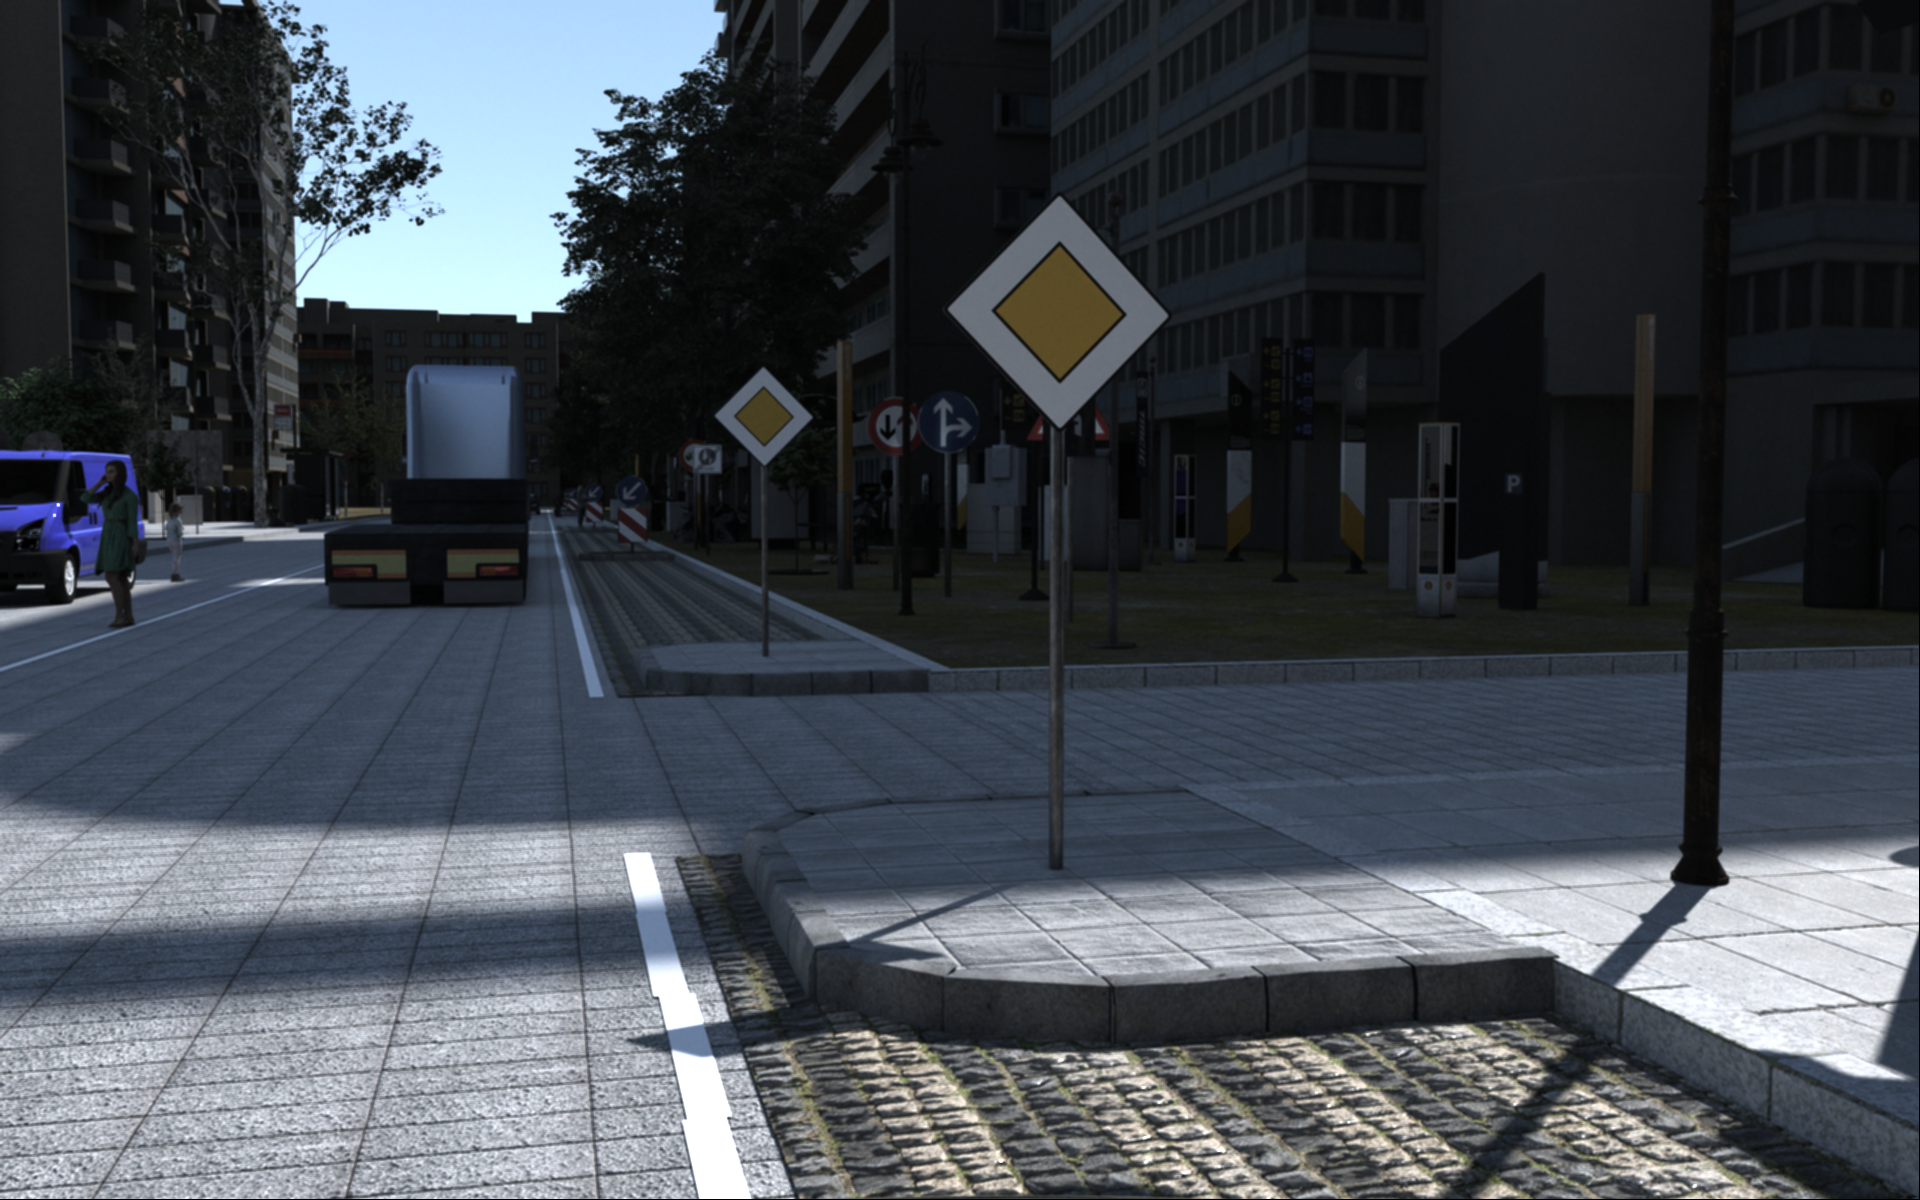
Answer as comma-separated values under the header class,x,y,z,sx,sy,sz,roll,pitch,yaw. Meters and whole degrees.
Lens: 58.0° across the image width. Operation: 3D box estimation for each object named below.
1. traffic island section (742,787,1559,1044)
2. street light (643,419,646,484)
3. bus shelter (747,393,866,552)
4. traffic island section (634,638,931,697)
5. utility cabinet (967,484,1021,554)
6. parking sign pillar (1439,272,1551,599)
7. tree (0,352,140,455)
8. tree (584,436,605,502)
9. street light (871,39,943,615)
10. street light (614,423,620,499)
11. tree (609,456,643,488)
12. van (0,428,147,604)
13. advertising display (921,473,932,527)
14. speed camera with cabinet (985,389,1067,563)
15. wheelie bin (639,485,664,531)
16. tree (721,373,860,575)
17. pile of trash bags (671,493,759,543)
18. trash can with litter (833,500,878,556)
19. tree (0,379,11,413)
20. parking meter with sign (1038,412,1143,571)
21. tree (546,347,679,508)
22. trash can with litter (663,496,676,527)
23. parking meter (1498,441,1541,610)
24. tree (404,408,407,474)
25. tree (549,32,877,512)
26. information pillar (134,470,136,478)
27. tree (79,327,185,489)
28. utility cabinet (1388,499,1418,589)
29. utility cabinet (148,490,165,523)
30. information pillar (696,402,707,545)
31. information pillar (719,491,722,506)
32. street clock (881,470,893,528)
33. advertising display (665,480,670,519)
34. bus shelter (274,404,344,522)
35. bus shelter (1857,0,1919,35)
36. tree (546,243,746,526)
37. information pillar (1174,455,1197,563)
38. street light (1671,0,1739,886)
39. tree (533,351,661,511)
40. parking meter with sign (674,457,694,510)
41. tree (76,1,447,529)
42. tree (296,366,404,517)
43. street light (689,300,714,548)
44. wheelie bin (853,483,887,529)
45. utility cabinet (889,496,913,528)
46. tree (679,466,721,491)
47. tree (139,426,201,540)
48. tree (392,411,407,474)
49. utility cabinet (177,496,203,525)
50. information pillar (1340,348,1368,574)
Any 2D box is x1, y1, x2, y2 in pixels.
class,x,y,z,sx,sy,sz,roll,pitch,yaw
traffic island section,0.347,0.999,5.951,2.009,0.180,2.903,-1,4,-13
street light,-11.680,-5.582,64.058,0.468,5.910,1.993,-1,4,-13
bus shelter,-3.515,-2.663,37.469,2.014,3.302,5.546,-1,4,-14
traffic island section,-1.520,0.524,13.715,2.009,0.180,2.903,-1,4,-13
utility cabinet,0.723,-1.715,36.720,1.173,1.500,0.318,2,4,31
parking sign pillar,6.693,-2.034,21.725,1.447,3.967,1.447,3,5,41
tree,-20.737,-3.443,40.001,4.285,4.588,4.351,0,3,0
tree,-31.939,-12.229,150.301,4.360,8.622,3.978,0,3,0
street light,-0.566,-2.779,18.225,0.468,5.910,1.993,-1,4,-13
street light,-17.146,-6.972,86.780,0.468,5.910,1.993,-1,4,-13
tree,-15.176,-5.157,78.924,1.663,3.219,1.824,0,3,0
van,-12.917,-1.204,24.063,2.240,2.365,5.245,-1,4,-13
advertising display,-1.018,-2.925,53.044,0.123,1.923,0.974,-1,4,-14
speed camera with cabinet,1.521,-2.337,32.548,2.038,3.252,0.660,1,4,19
wheelie bin,-10.706,-3.179,59.878,0.693,1.594,0.980,2,4,30
tree,-2.628,-2.022,27.665,1.663,3.219,1.824,0,3,0
pile of trash bags,-6.228,-2.259,46.681,1.912,1.369,3.447,1,4,22
trash can with litter,-2.077,-1.376,33.887,0.624,1.170,1.055,1,4,20
tree,-44.677,-7.740,76.909,4.360,8.622,3.978,0,3,0
parking meter with sign,2.185,-2.001,28.978,1.738,3.016,0.543,1,4,15
tree,-19.726,-10.233,101.723,7.601,10.594,8.767,2,4,29
trash can with litter,-11.688,-3.459,67.616,1.678,1.210,2.233,3,5,45
parking meter,6.217,-0.830,19.287,0.255,1.863,0.399,-3,4,-38
tree,-38.903,-10.178,116.780,4.737,8.622,4.395,0,3,0
tree,-7.199,-8.722,49.262,9.857,13.997,8.962,0,3,0
information pillar,-24.841,-2.895,51.826,0.304,2.012,0.304,-1,4,-10
tree,-37.196,-7.783,77.607,4.360,8.622,3.978,0,3,0
utility cabinet,6.218,-0.772,23.782,0.306,1.237,1.020,3,4,36
utility cabinet,-35.112,-4.094,75.616,0.318,1.500,1.173,0,4,-6
information pillar,-6.567,-3.211,43.859,0.183,3.616,0.504,1,4,9
information pillar,-12.260,-5.881,87.506,0.504,3.616,0.183,2,4,27
street clock,-2.146,-2.858,51.294,0.358,2.002,0.471,2,4,23
advertising display,-13.399,-4.536,79.381,0.123,1.923,0.974,0,4,-1
bus shelter,-30.134,-6.269,80.125,2.179,5.291,8.768,-1,4,-14
bus shelter,4.489,-0.564,3.153,2.014,3.302,5.546,-1,4,-13
tree,-12.286,-8.841,70.305,9.928,11.665,9.643,0,3,0
information pillar,4.215,-1.710,32.444,0.304,2.012,0.304,3,4,38
street light,2.459,-2.006,5.578,0.468,5.910,1.993,-1,4,-13
tree,-27.610,-13.137,131.793,9.611,12.733,9.660,0,3,0
parking meter with sign,-12.560,-5.223,81.660,1.738,3.016,0.543,-1,4,-22
tree,-25.124,-12.787,64.957,12.611,20.169,13.585,0,3,0
tree,-35.351,-9.084,98.890,4.737,8.622,4.395,0,3,0
street light,-6.147,-4.190,41.289,0.468,5.910,1.993,-1,4,-13
wheelie bin,-2.496,-2.491,48.638,0.980,1.594,0.693,-1,4,-20
utility cabinet,-1.696,-2.369,49.889,0.306,1.237,1.020,2,4,23
tree,-7.978,-3.766,56.176,1.663,3.219,1.824,0,3,0
tree,-22.558,-3.315,48.805,1.663,3.219,1.824,0,3,0
tree,-46.382,-12.052,147.406,4.360,8.622,3.978,0,3,0
utility cabinet,-31.782,-3.689,71.473,0.306,1.237,1.020,2,4,28
information pillar,6.329,-2.231,27.826,0.504,3.616,0.183,-2,4,-33
